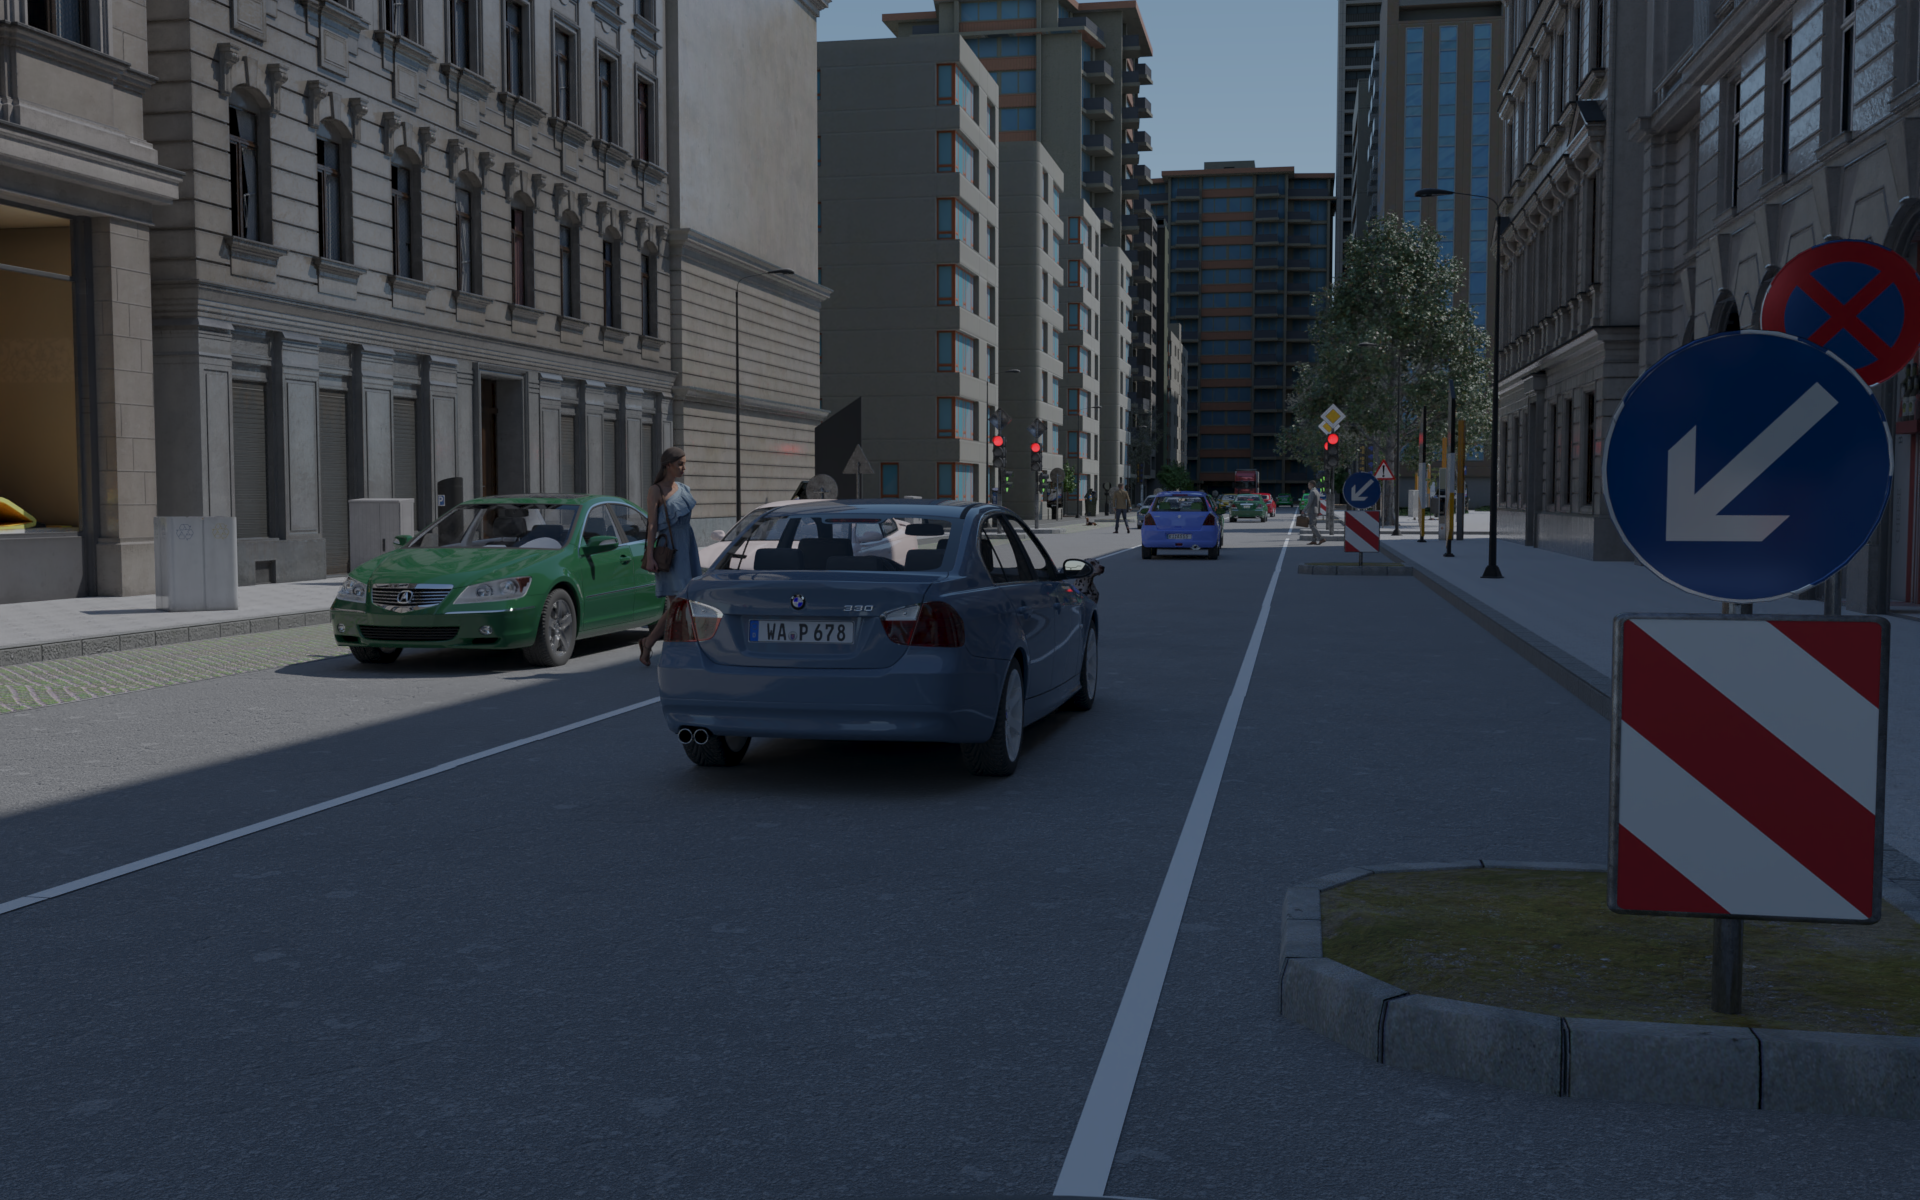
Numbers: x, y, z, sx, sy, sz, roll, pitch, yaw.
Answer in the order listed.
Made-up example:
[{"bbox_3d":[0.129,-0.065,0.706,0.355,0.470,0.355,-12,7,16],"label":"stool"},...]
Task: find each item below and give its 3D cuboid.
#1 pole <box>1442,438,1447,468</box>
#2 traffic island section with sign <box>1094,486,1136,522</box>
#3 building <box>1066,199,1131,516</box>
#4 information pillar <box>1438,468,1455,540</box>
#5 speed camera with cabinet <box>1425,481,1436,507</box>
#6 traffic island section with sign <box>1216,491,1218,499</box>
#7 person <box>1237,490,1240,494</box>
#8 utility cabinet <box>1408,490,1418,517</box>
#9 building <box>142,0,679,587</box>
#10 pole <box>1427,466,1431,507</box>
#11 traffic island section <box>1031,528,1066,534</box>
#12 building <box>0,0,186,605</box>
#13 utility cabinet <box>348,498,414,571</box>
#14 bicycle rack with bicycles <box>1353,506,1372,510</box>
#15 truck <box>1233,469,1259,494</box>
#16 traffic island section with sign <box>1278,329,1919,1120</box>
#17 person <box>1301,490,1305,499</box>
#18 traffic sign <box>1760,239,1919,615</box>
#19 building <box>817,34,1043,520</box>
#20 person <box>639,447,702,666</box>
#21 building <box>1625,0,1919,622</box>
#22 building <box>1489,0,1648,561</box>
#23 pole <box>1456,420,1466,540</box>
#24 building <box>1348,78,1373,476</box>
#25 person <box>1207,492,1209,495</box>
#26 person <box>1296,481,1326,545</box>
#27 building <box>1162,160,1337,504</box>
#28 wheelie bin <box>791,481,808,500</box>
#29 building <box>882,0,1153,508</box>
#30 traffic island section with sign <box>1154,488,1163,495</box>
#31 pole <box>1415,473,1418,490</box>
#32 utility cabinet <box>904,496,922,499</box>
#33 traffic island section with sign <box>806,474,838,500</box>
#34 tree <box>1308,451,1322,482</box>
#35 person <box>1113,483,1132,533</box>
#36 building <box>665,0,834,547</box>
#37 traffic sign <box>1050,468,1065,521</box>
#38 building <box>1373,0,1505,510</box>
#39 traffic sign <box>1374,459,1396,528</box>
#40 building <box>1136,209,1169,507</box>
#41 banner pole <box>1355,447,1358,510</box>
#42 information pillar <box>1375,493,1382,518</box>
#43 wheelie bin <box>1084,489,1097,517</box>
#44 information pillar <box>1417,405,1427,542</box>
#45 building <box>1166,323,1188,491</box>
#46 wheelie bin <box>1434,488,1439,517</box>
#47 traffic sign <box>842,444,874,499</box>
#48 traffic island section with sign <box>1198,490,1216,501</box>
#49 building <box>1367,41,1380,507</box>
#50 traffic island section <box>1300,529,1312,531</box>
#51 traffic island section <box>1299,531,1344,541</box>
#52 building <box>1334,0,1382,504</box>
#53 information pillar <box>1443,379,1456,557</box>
[{"bbox_3d":[17.479,-4.204,62.577,0.158,3.312,0.155,0,3,0],"label":"pole"},{"bbox_3d":[7.924,-4.855,88.015,1.989,1.847,2.006,1,4,11],"label":"traffic island section with sign"},{"bbox_3d":[-3.548,-16.718,118.377,27.650,21.520,28.899,1,4,11],"label":"building"},{"bbox_3d":[13.503,-2.665,48.066,0.304,2.012,0.304,-2,4,-27],"label":"information pillar"},{"bbox_3d":[34.218,-7.996,125.075,0.660,3.252,2.038,-1,4,-11],"label":"speed camera with cabinet"},{"bbox_3d":[28.068,-11.097,190.059,1.989,1.847,2.006,1,4,11],"label":"traffic island section with sign"},{"bbox_3d":[28.192,-10.182,175.115,0.705,1.807,1.348,0,4,1],"label":"person"},{"bbox_3d":[25.316,-5.354,96.218,0.318,1.500,1.173,3,5,40],"label":"utility cabinet"},{"bbox_3d":[-12.976,-11.197,32.219,9.793,20.994,18.267,1,4,11],"label":"building"},{"bbox_3d":[32.241,-7.663,119.140,0.158,3.312,0.155,0,3,0],"label":"pole"},{"bbox_3d":[2.802,-2.541,63.823,2.009,0.180,2.903,1,4,11],"label":"traffic island section"},{"bbox_3d":[-18.424,-9.317,3.245,10.553,20.767,40.483,1,4,11],"label":"building"},{"bbox_3d":[-8.330,-0.842,24.936,1.020,1.237,0.306,2,4,29],"label":"utility cabinet"},{"bbox_3d":[28.576,-6.599,121.275,2.925,0.926,2.852,0,4,-5],"label":"bicycle rack with bicycles"},{"bbox_3d":[32.494,-12.688,196.361,2.839,4.237,11.283,1,4,11],"label":"truck"},{"bbox_3d":[1.941,0.223,4.976,1.989,1.847,2.006,1,4,11],"label":"traffic island section with sign"},{"bbox_3d":[29.954,-8.691,151.143,0.434,1.755,0.990,2,4,27],"label":"person"},{"bbox_3d":[4.435,-0.530,8.766,0.768,2.556,0.104,1,4,17],"label":"traffic sign"},{"bbox_3d":[-10.780,-14.509,82.262,27.650,21.520,28.899,1,4,11],"label":"building"},{"bbox_3d":[-2.371,-0.332,14.018,0.778,1.811,0.616,2,4,35],"label":"person"},{"bbox_3d":[15.739,-10.794,18.287,13.314,21.916,24.055,1,4,11],"label":"building"},{"bbox_3d":[18.465,-10.755,40.473,10.561,19.102,19.286,1,4,11],"label":"building"},{"bbox_3d":[13.876,-3.311,47.974,0.158,3.312,0.155,0,3,0],"label":"pole"},{"bbox_3d":[54.501,-34.765,192.114,21.300,48.544,21.600,1,4,11],"label":"building"},{"bbox_3d":[31.194,-12.795,218.426,0.721,1.735,1.217,-1,4,-23],"label":"person"},{"bbox_3d":[9.947,-2.463,48.896,0.853,1.813,0.709,2,4,24],"label":"person"},{"bbox_3d":[35.055,-35.230,230.630,28.867,44.769,22.147,1,4,11],"label":"building"},{"bbox_3d":[-3.584,-2.039,41.247,0.693,1.594,0.980,2,4,28],"label":"wheelie bin"},{"bbox_3d":[5.424,-30.585,154.683,22.147,44.769,28.867,1,4,11],"label":"building"},{"bbox_3d":[13.176,-6.483,114.632,1.989,1.847,2.006,1,4,11],"label":"traffic island section with sign"},{"bbox_3d":[30.781,-7.517,116.742,0.158,3.312,0.155,0,3,0],"label":"pole"},{"bbox_3d":[-1.417,-2.540,52.690,0.306,1.237,1.020,1,4,13],"label":"utility cabinet"},{"bbox_3d":[-2.794,-1.537,33.763,1.989,1.847,2.006,1,4,11],"label":"traffic island section with sign"},{"bbox_3d":[44.582,-15.920,210.646,4.737,8.622,4.395,0,3,0],"label":"tree"},{"bbox_3d":[5.917,-3.345,63.102,0.656,1.842,0.836,-2,4,-35],"label":"person"},{"bbox_3d":[-21.746,-14.119,49.935,34.723,24.649,14.460,1,4,11],"label":"building"},{"bbox_3d":[4.670,-5.086,83.263,0.768,2.556,0.104,1,4,18],"label":"traffic sign"},{"bbox_3d":[42.314,-30.279,145.173,14.600,45.320,14.200,1,4,11],"label":"building"},{"bbox_3d":[15.795,-3.953,64.629,0.884,2.594,0.081,1,4,17],"label":"traffic sign"},{"bbox_3d":[13.471,-24.691,175.396,14.160,30.474,14.107,1,4,11],"label":"building"},{"bbox_3d":[19.332,-5.773,84.412,0.401,3.779,0.863,1,4,16],"label":"banner pole"},{"bbox_3d":[21.294,-5.106,87.972,0.304,2.012,0.304,2,4,30],"label":"information pillar"},{"bbox_3d":[7.460,-5.555,98.739,0.693,1.594,0.980,-1,4,-11],"label":"wheelie bin"},{"bbox_3d":[12.293,-3.346,46.057,0.183,3.616,0.504,0,4,3],"label":"information pillar"},{"bbox_3d":[10.810,-21.701,199.856,28.899,21.520,27.650,1,4,11],"label":"building"},{"bbox_3d":[26.510,-5.335,95.143,0.980,1.594,0.693,-1,4,-17],"label":"wheelie bin"},{"bbox_3d":[-2.665,-2.767,45.245,0.884,2.594,0.081,1,4,17],"label":"traffic sign"},{"bbox_3d":[22.860,-9.479,163.610,1.989,1.847,2.006,1,4,11],"label":"traffic island section with sign"},{"bbox_3d":[50.700,-33.440,166.357,23.786,49.044,30.456,1,4,11],"label":"building"},{"bbox_3d":[13.143,-2.416,61.783,2.009,0.180,2.903,1,4,11],"label":"traffic island section"},{"bbox_3d":[11.596,-1.937,53.949,2.009,0.180,2.903,1,4,11],"label":"traffic island section"},{"bbox_3d":[59.571,-48.198,226.285,20.611,71.187,20.563,1,4,11],"label":"building"},{"bbox_3d":[9.988,-2.684,35.243,0.183,3.616,0.504,1,4,8],"label":"information pillar"}]
